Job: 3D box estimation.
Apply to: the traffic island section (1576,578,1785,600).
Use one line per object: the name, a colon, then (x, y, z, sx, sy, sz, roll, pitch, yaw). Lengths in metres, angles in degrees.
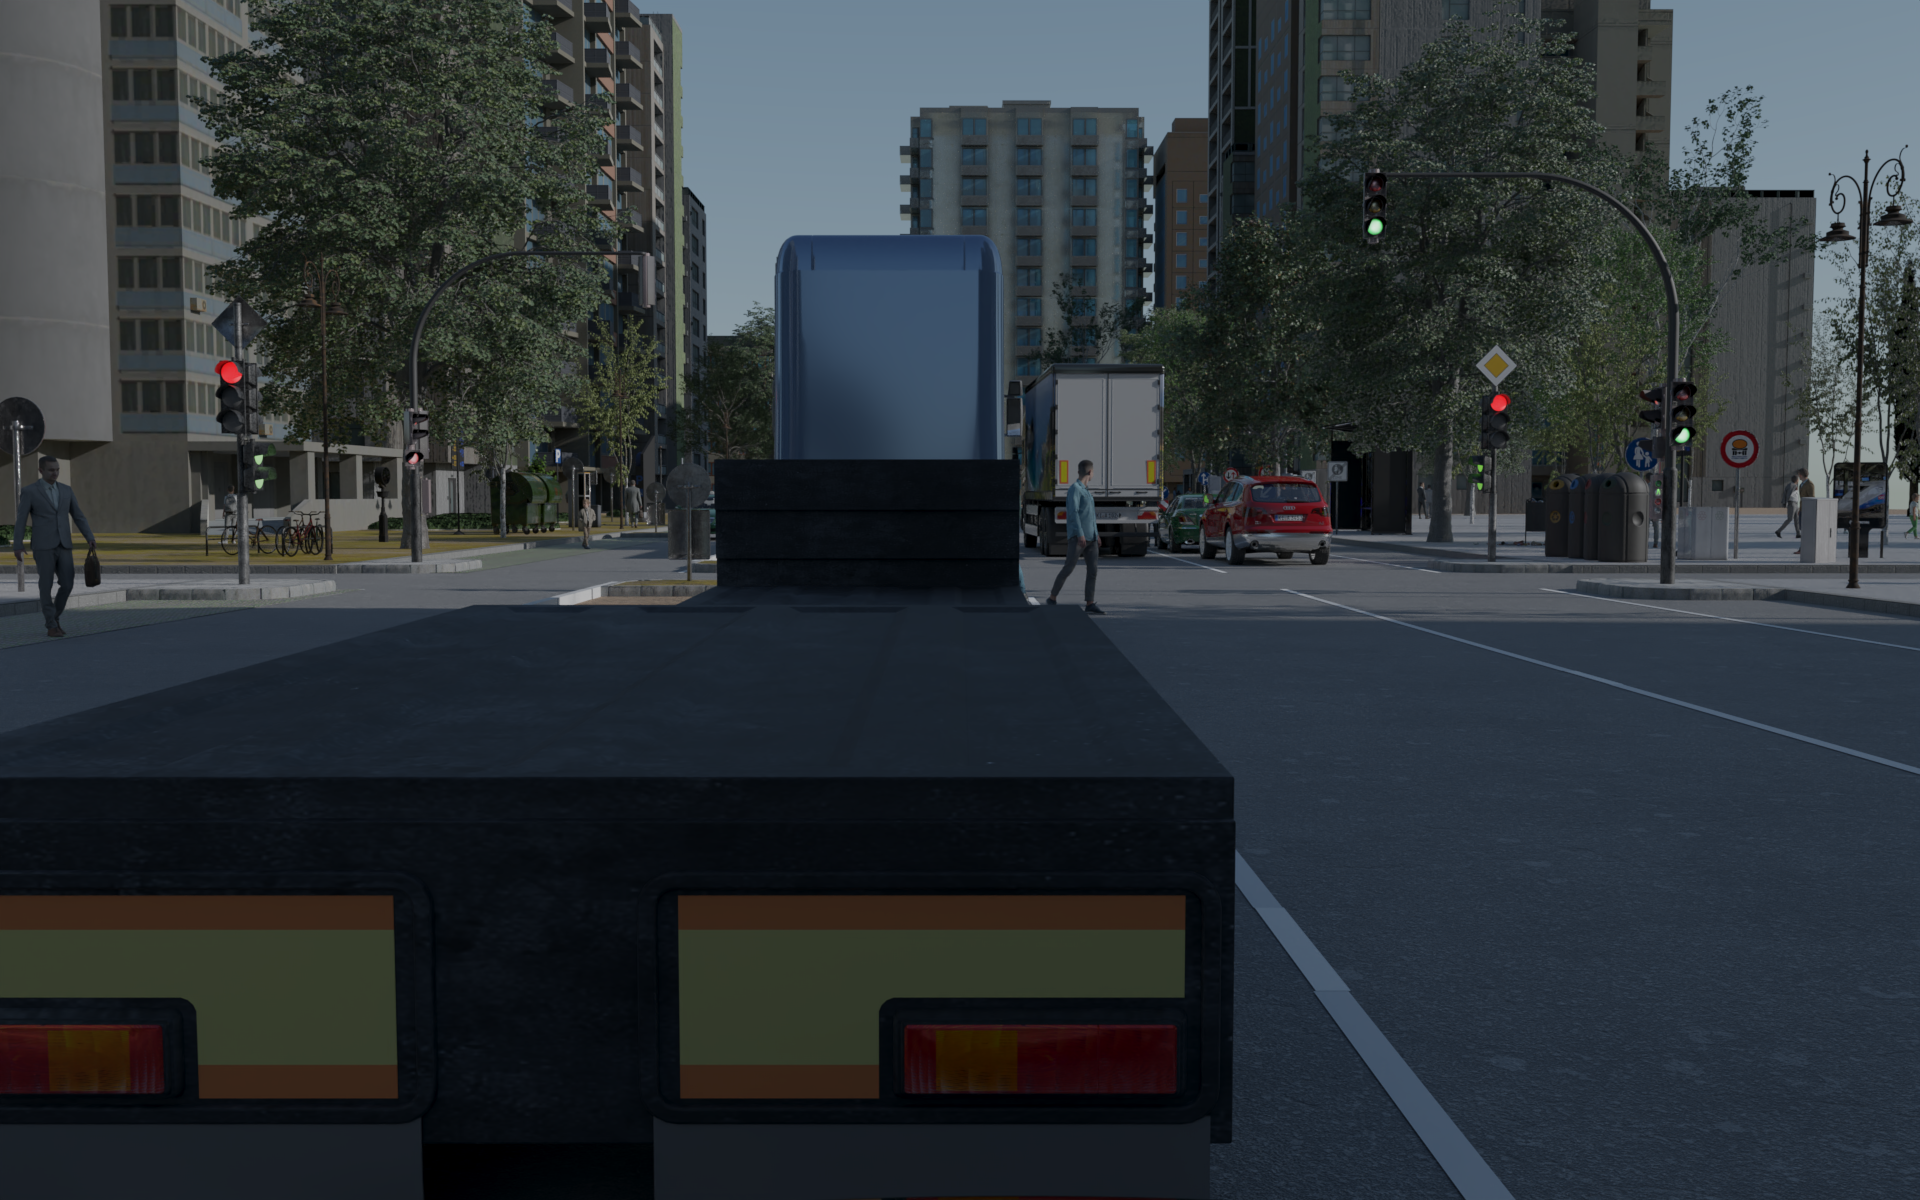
traffic island section: (10.127, -0.153, 24.785, 2.009, 0.180, 2.903, 0, 4, 0)

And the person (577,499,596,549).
person: (-9.653, -1.961, 44.836, 0.475, 1.303, 0.640, -3, 4, -37)

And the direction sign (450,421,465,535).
direction sign: (-15.755, -3.813, 54.345, 0.379, 3.537, 0.876, 1, 4, 9)

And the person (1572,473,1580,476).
person: (12.795, -1.806, 36.402, 0.643, 1.720, 0.563, 3, 4, 36)

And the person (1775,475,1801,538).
person: (24.063, -2.690, 50.118, 0.850, 1.850, 0.679, 2, 4, 33)

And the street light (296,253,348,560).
street light: (-12.235, -3.705, 33.367, 0.468, 5.910, 1.993, 0, 4, 0)

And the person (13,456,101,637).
person: (-9.050, -0.532, 17.322, 0.853, 1.813, 0.709, 2, 4, 34)

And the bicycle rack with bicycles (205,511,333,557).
bicycle rack with bicycles: (-14.367, -1.420, 36.607, 2.852, 0.926, 2.925, 1, 4, 14)

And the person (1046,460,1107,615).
person: (1.413, -0.755, 20.709, 0.748, 1.841, 0.638, 3, 4, 37)

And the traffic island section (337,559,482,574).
traffic island section: (-10.259, -0.635, 32.660, 2.009, 0.180, 2.903, 0, 4, 0)

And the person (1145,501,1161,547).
person: (5.282, -2.376, 47.151, 0.655, 1.846, 0.447, -2, 4, -29)

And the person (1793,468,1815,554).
person: (18.154, -1.907, 37.133, 0.836, 1.842, 0.656, -1, 4, -21)

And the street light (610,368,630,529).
street light: (-12.432, -5.546, 63.460, 0.468, 5.910, 1.993, 0, 4, 0)

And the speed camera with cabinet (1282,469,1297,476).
speed camera with cabinet: (14.496, -5.058, 77.035, 0.660, 3.252, 2.038, 2, 4, 24)

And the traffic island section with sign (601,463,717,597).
traffic island section with sign: (-4.000, -1.028, 24.944, 2.006, 1.907, 1.989, 0, 4, 0)

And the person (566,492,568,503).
person: (-20.608, -5.243, 92.168, 0.661, 1.777, 0.834, 2, 4, 30)

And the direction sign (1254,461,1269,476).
direction sign: (13.305, -5.121, 75.718, 0.876, 3.537, 0.379, 0, 4, -3)

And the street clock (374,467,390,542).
street clock: (-15.365, -2.541, 46.111, 0.358, 2.002, 0.471, 1, 4, 10)

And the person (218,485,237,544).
person: (-18.895, -2.213, 44.816, 0.523, 1.515, 0.503, 1, 4, 12)

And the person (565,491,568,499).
person: (-22.875, -5.881, 102.181, 0.794, 1.824, 0.713, -1, 4, -19)

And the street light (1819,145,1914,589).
street light: (12.164, -3.096, 23.408, 0.468, 5.910, 1.993, 0, 4, 0)

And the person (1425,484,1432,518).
person: (24.921, -5.245, 92.065, 0.678, 1.792, 0.850, 1, 4, 12)

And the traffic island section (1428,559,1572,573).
traffic island section: (10.082, -0.642, 32.770, 2.009, 0.180, 2.903, 0, 4, 0)

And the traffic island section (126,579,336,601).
traffic island section: (-10.214, -0.146, 24.675, 2.009, 0.180, 2.903, 0, 4, 0)

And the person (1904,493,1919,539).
person: (27.024, -2.375, 49.115, 0.590, 1.304, 0.306, -1, 4, -11)

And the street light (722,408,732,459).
street light: (-12.600, -7.391, 93.635, 0.468, 5.910, 1.993, 0, 4, 0)

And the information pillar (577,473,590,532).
information pillar: (-12.845, -3.344, 59.163, 0.304, 2.012, 0.304, 2, 4, 24)

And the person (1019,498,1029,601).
person: (0.570, -0.839, 22.201, 0.713, 1.824, 0.794, -1, 4, -23)

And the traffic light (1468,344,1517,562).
traffic light: (10.042, -2.675, 32.656, 0.839, 4.253, 0.868, 0, 4, 0)

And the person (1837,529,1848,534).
person: (28.724, -3.041, 56.347, 0.593, 1.750, 0.643, 1, 4, 16)

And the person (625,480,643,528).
person: (-12.393, -3.653, 65.878, 0.694, 1.812, 0.767, 0, 3, 0)

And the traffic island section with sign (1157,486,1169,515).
traffic island section with sign: (9.795, -4.707, 85.580, 1.989, 1.847, 2.006, 0, 4, 0)

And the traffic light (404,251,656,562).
traffic light: (-8.128, -3.542, 32.572, 4.771, 5.953, 1.251, 0, 4, 0)

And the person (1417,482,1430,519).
person: (23.755, -5.106, 88.890, 0.474, 1.900, 0.648, -2, 4, -34)

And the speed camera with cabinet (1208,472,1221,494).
speed camera with cabinet: (12.643, -5.580, 85.576, 0.660, 3.252, 2.038, 0, 4, 3)

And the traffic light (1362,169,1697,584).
traffic light: (7.996, -3.049, 24.518, 4.771, 5.953, 1.251, 0, 4, 0)

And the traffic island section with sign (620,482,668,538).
traffic island section with sign: (-10.077, -2.975, 57.265, 1.989, 1.847, 2.006, 0, 4, 0)

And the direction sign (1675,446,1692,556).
direction sign: (14.856, -2.668, 35.626, 0.379, 3.537, 0.876, 0, 4, 2)

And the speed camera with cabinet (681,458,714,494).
speed camera with cabinet: (-14.573, -6.173, 95.265, 2.038, 3.252, 0.660, 0, 4, -6)

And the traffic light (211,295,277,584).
traffic light: (-10.174, -2.179, 24.540, 0.839, 4.253, 0.868, 0, 4, 0)
